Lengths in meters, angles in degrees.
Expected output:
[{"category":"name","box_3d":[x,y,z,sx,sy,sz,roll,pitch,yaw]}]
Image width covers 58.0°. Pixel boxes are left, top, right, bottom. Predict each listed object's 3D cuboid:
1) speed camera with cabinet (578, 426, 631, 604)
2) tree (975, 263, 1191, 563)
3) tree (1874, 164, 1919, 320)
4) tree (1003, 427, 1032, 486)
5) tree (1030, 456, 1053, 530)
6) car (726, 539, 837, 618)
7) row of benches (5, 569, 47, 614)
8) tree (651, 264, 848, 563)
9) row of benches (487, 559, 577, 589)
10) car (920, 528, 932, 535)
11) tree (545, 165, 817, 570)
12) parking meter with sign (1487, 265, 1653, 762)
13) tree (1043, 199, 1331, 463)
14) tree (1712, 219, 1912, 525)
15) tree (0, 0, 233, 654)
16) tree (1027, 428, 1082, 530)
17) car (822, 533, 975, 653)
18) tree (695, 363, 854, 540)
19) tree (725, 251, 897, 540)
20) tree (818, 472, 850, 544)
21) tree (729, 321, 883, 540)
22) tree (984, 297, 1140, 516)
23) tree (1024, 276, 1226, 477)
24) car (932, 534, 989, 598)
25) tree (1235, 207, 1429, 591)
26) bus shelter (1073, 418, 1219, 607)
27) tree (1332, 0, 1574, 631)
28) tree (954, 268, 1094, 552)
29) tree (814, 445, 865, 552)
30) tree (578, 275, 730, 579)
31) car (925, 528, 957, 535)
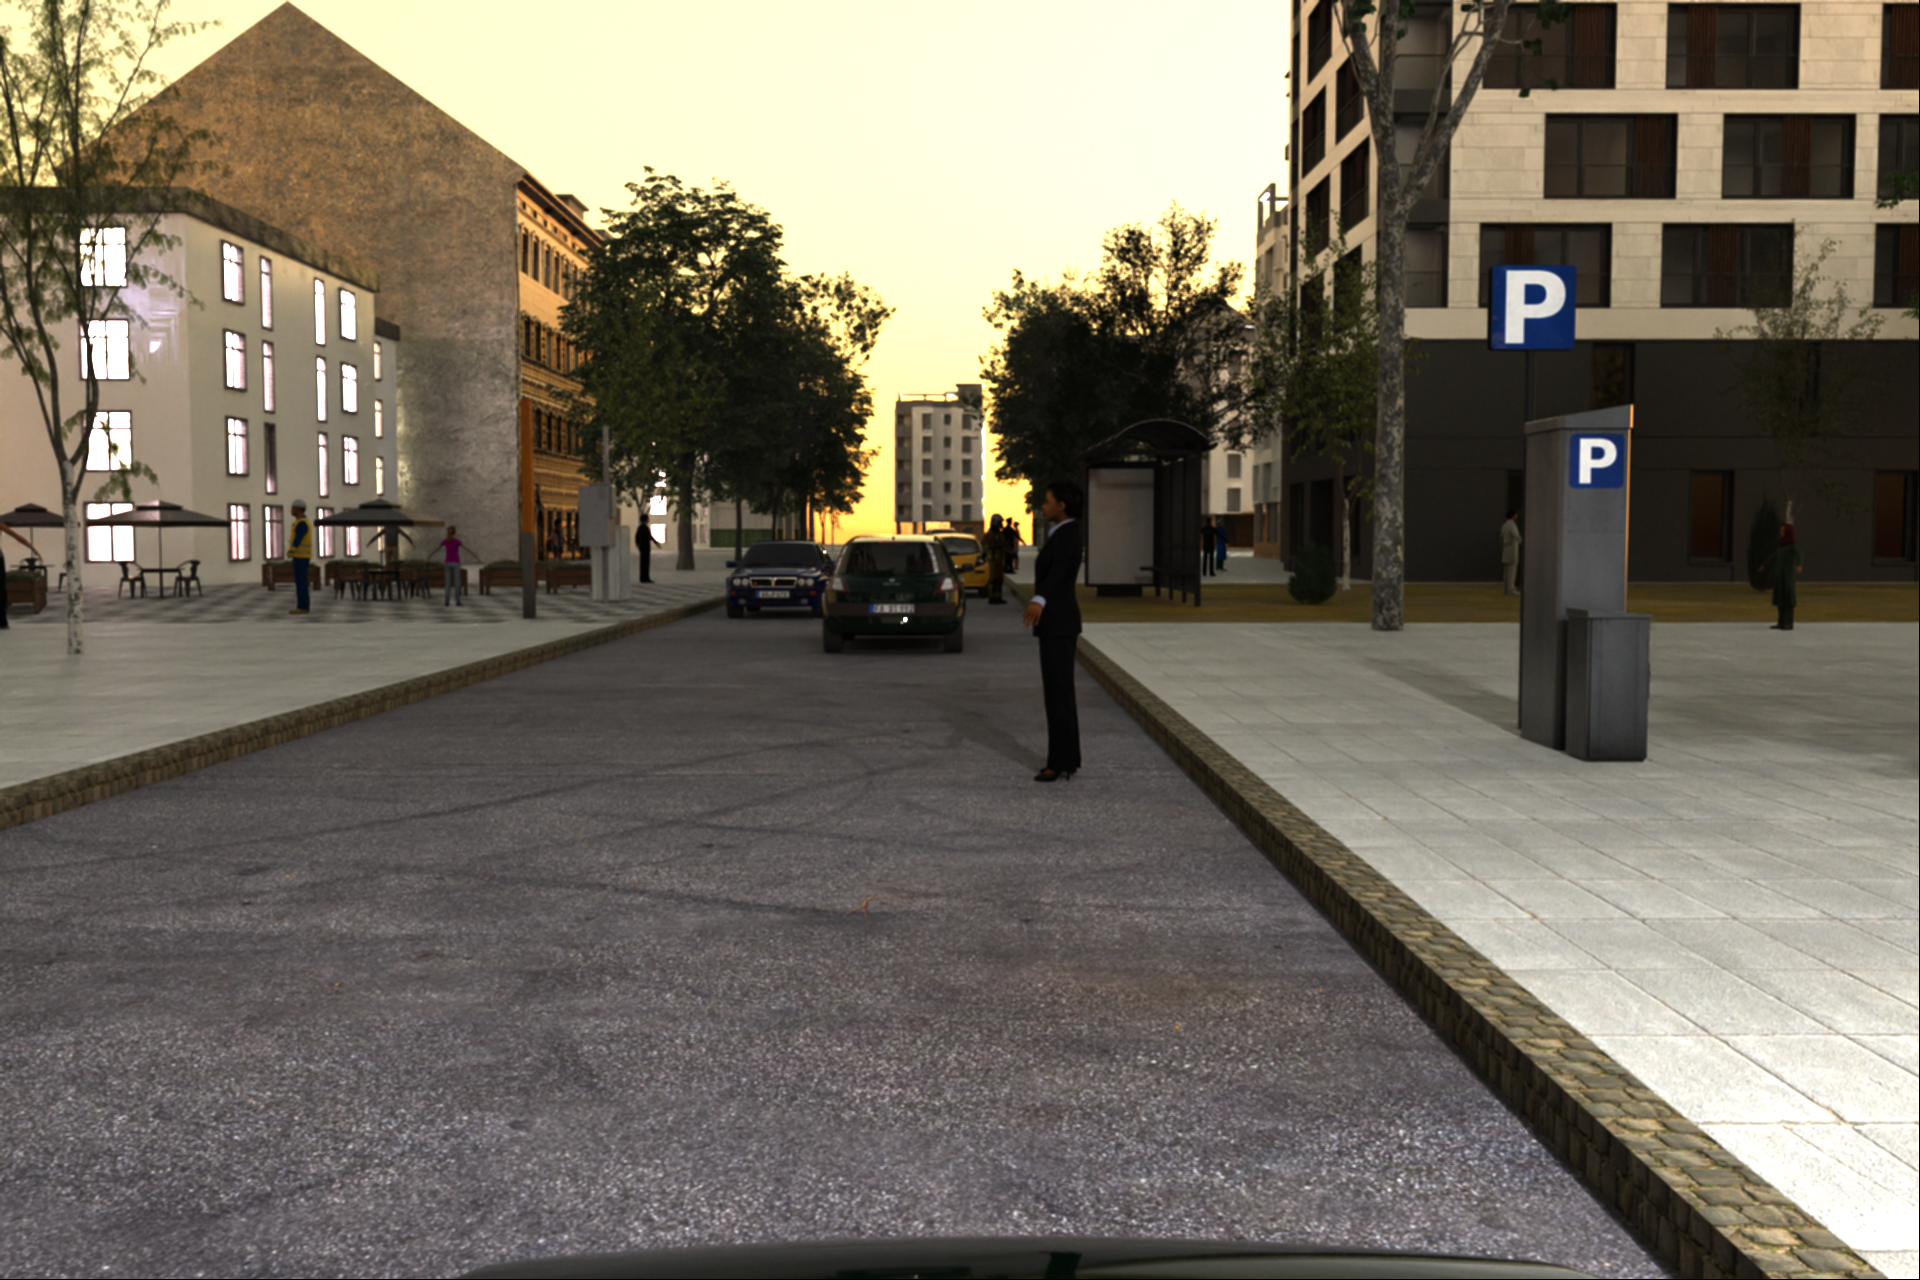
[{"category":"speed camera with cabinet","box_3d":[-6.664,-2.332,32.460,0.660,3.252,2.038,0,3,0]},{"category":"tree","box_3d":[5.731,-10.281,78.458,12.009,13.543,11.850,0,3,0]},{"category":"tree","box_3d":[19.546,-6.283,28.482,9.928,11.665,9.643,0,3,0]},{"category":"tree","box_3d":[11.241,-22.447,222.892,12.611,20.169,13.585,0,3,0]},{"category":"tree","box_3d":[5.606,-9.744,109.677,4.360,8.622,3.978,0,3,0]},{"category":"car","box_3d":[-3.117,-1.115,30.812,1.945,1.354,3.894,0,4,0]},{"category":"row of benches","box_3d":[-15.906,-0.849,29.342,1.422,0.672,4.104,-2,4,-26]},{"category":"tree","box_3d":[-9.840,-10.202,77.175,12.009,13.543,11.850,0,3,0]},{"category":"row of benches","box_3d":[-10.415,-1.632,42.139,1.422,0.672,4.104,-3,4,-36]},{"category":"car","box_3d":[-1.419,-6.249,110.839,2.281,1.827,5.304,0,4,-1]},{"category":"tree","box_3d":[-9.714,-9.474,61.556,9.857,13.997,8.962,0,3,0]},{"category":"parking meter with sign","box_3d":[3.713,-0.871,10.499,0.543,3.016,1.738,0,3,0]},{"category":"tree","box_3d":[6.245,-6.918,47.517,8.767,10.594,7.601,1,4,12]},{"category":"tree","box_3d":[19.611,-5.533,40.829,4.360,8.622,3.978,0,3,0]},{"category":"tree","box_3d":[-9.410,-4.172,18.575,4.360,8.622,3.978,0,3,0]},{"category":"tree","box_3d":[5.682,-9.380,103.733,4.737,8.622,4.395,0,3,0]},{"category":"car","box_3d":[-0.808,-0.765,22.292,2.009,1.686,4.222,0,4,0]},{"category":"tree","box_3d":[-9.800,-9.532,90.266,8.767,10.594,7.601,0,4,-5]},{"category":"tree","box_3d":[-10.967,-15.942,116.539,12.611,20.169,13.585,0,3,0]},{"category":"tree","box_3d":[-17.228,-17.759,216.110,9.928,11.665,9.643,0,3,0]},{"category":"tree","box_3d":[-9.472,-12.016,103.114,9.857,13.997,8.962,0,3,0]},{"category":"tree","box_3d":[5.740,-11.365,92.466,9.857,13.997,8.962,0,3,0]},{"category":"tree","box_3d":[5.944,-7.800,61.943,7.601,10.594,8.767,-1,4,-10]},{"category":"car","box_3d":[-0.189,-1.844,40.367,2.015,1.641,3.980,0,4,0]},{"category":"tree","box_3d":[8.492,-5.390,38.492,4.737,8.622,4.395,0,3,0]},{"category":"bus shelter","box_3d":[3.419,-2.388,32.975,2.014,3.302,5.546,0,4,-2]},{"category":"tree","box_3d":[6.795,-10.129,21.496,12.611,20.169,13.585,0,3,0]},{"category":"tree","box_3d":[5.829,-16.289,122.222,12.611,20.169,13.585,0,3,0]},{"category":"tree","box_3d":[-9.550,-10.773,126.506,4.360,8.622,3.978,0,3,0]},{"category":"tree","box_3d":[-8.966,-6.048,49.246,4.737,8.622,4.395,0,3,0]},{"category":"car","box_3d":[-1.037,-5.920,105.465,2.281,1.827,5.304,0,4,0]}]
